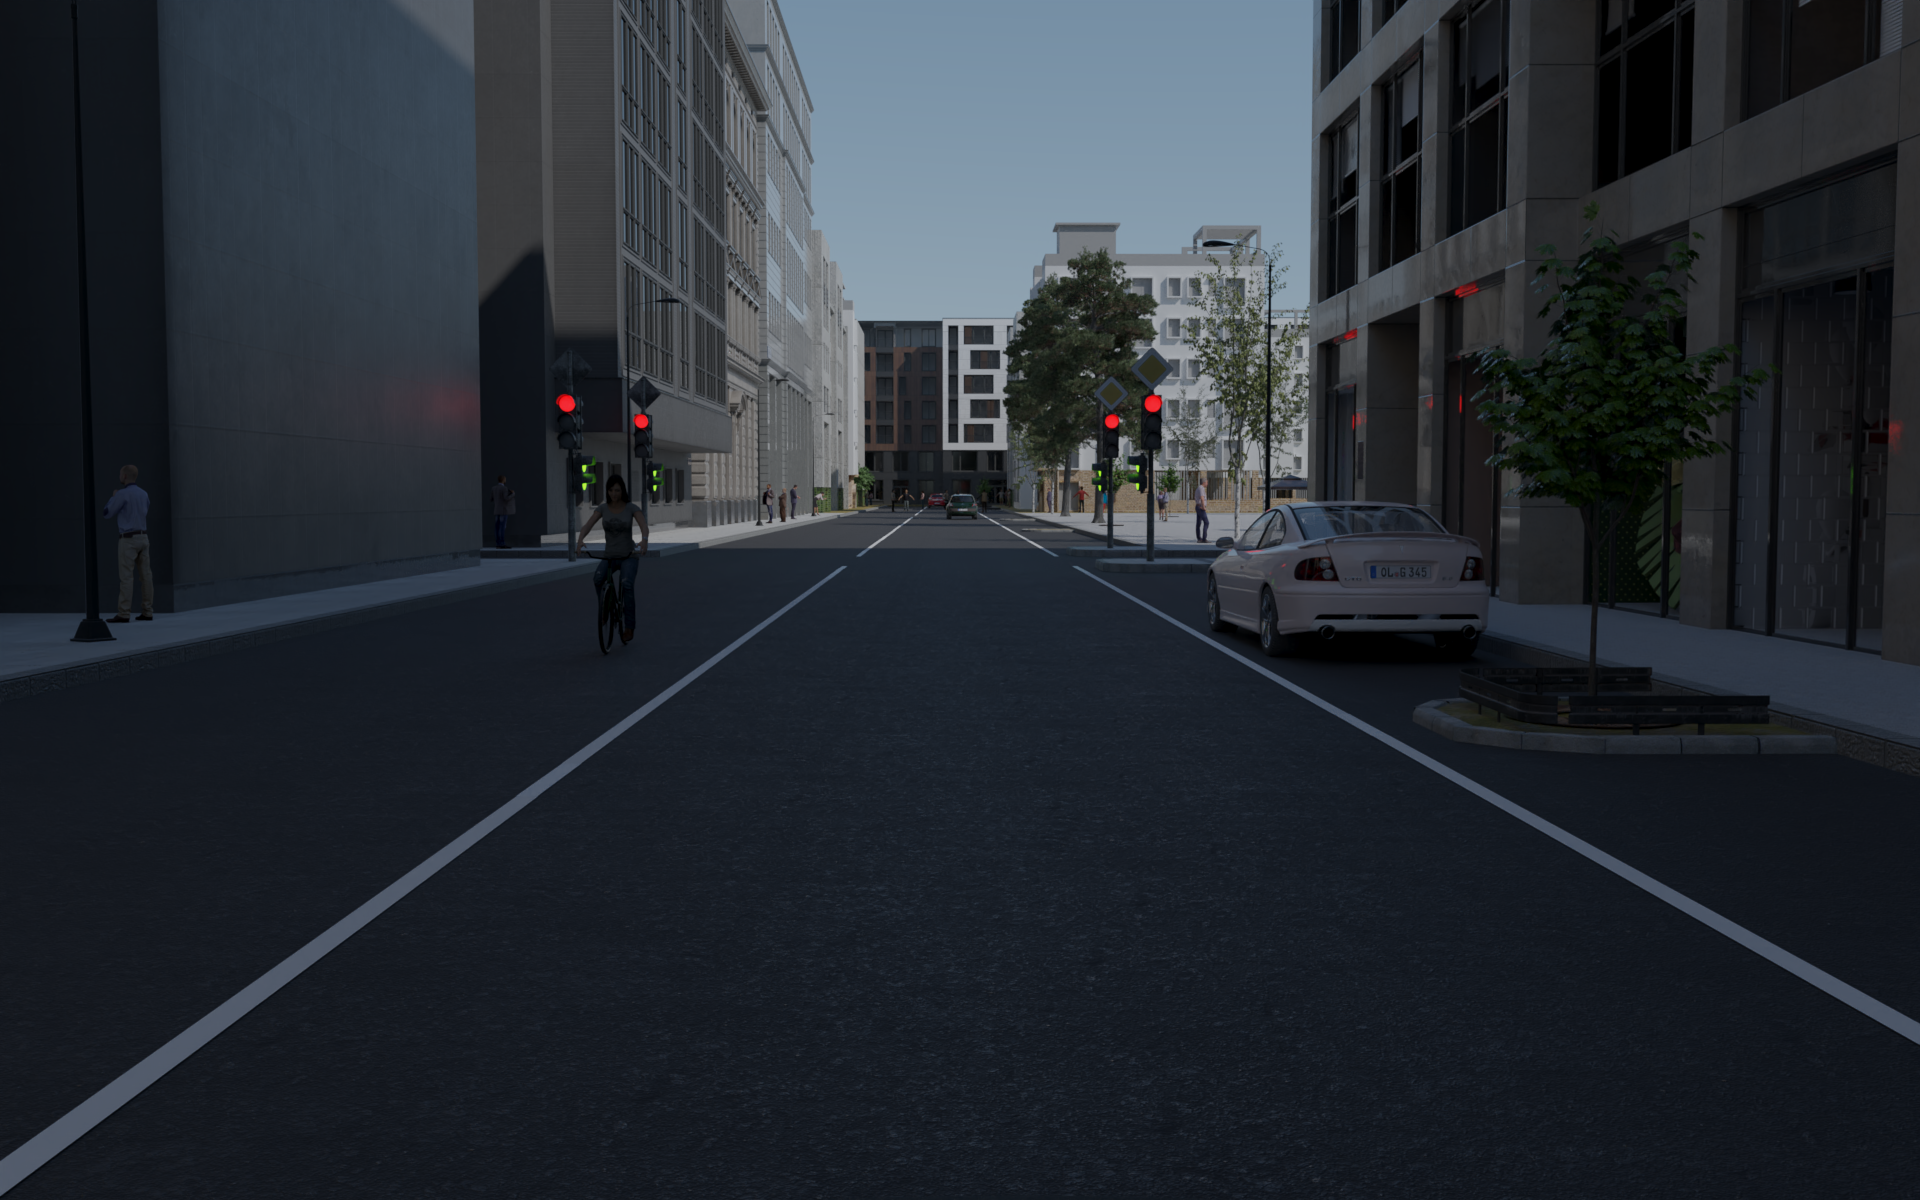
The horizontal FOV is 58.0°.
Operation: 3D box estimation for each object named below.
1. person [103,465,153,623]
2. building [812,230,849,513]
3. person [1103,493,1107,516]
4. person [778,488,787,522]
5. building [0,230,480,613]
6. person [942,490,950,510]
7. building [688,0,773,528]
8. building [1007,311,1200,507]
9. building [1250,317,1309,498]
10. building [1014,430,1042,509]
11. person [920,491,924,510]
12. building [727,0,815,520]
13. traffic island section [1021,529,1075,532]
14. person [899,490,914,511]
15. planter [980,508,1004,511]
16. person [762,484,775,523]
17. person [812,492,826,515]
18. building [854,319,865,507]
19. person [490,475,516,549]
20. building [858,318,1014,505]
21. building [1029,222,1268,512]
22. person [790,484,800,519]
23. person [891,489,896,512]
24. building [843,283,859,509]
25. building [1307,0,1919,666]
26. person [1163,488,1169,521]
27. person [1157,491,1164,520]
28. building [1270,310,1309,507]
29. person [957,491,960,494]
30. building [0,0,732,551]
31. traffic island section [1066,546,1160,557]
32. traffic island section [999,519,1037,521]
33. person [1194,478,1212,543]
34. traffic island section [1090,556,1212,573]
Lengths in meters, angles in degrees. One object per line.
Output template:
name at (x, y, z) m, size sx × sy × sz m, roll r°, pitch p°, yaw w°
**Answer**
person at (-8.339, -0.567, 17.383) m, size 0.319 × 1.574 × 0.516 m, roll 2°, pitch 4°, yaw 24°
building at (-17.765, -16.230, 131.814) m, size 16.747 × 18.905 × 31.486 m, roll 0°, pitch 4°, yaw -1°
person at (8.259, -5.620, 99.630) m, size 0.593 × 1.614 × 0.444 m, roll -2°, pitch 4°, yaw -32°
person at (-8.074, -4.310, 78.786) m, size 0.388 × 1.546 × 0.482 m, roll -1°, pitch 4°, yaw -14°
building at (-20.412, -14.141, 24.711) m, size 24.014 × 27.812 × 14.314 m, roll 0°, pitch 4°, yaw -1°
person at (-1.198, -8.976, 155.268) m, size 0.705 × 1.823 × 1.348 m, roll 3°, pitch 5°, yaw 39°
building at (-14.497, -15.022, 74.481) m, size 11.050 × 23.489 × 19.941 m, roll 0°, pitch 4°, yaw -1°
building at (13.761, -18.952, 176.330) m, size 16.747 × 18.905 × 31.486 m, roll 0°, pitch 4°, yaw -1°
building at (28.344, -22.619, 213.787) m, size 32.646 × 21.610 × 27.936 m, roll 0°, pitch 4°, yaw -1°
building at (9.511, -12.497, 146.481) m, size 9.099 × 9.664 × 28.070 m, roll 0°, pitch 4°, yaw -1°
person at (-3.479, -9.087, 157.781) m, size 0.721 × 1.736 × 1.217 m, roll 0°, pitch 4°, yaw -8°
building at (-14.999, -19.696, 99.515) m, size 11.434 × 29.767 × 29.804 m, roll 0°, pitch 4°, yaw -1°
traffic island section at (3.346, -2.650, 66.197) m, size 1.991 × 0.108 × 1.994 m, roll 0°, pitch 4°, yaw -1°
person at (-4.528, -8.412, 146.042) m, size 1.348 × 1.822 × 0.705 m, roll 0°, pitch 4°, yaw -6°
planter at (2.656, -7.491, 143.613) m, size 1.991 × 0.319 × 1.994 m, roll 0°, pitch 4°, yaw -1°
person at (-8.358, -4.198, 75.500) m, size 0.431 × 1.722 × 0.655 m, roll -2°, pitch 4°, yaw -26°
person at (-8.463, -5.789, 103.877) m, size 0.628 × 1.438 × 0.799 m, roll 2°, pitch 4°, yaw 28°
building at (-26.239, -19.360, 182.992) m, size 31.486 × 18.905 × 16.747 m, roll 0°, pitch 4°, yaw -1°
person at (-10.677, -2.059, 40.521) m, size 0.655 × 1.722 × 0.431 m, roll 3°, pitch 5°, yaw 43°
building at (-4.311, -22.670, 214.631) m, size 32.646 × 21.610 × 27.936 m, roll 0°, pitch 4°, yaw -1°
building at (13.196, -16.519, 126.505) m, size 16.016 × 20.091 × 11.380 m, roll 0°, pitch 4°, yaw -1°
person at (-8.378, -4.990, 88.085) m, size 0.568 × 1.767 × 0.683 m, roll -2°, pitch 4°, yaw -33°
person at (-5.336, -7.997, 139.266) m, size 0.705 × 1.823 × 1.348 m, roll 1°, pitch 4°, yaw 8°
building at (-17.006, -18.150, 153.177) m, size 16.016 × 20.091 × 11.380 m, roll 0°, pitch 4°, yaw -1°
building at (16.129, -12.825, 14.199) m, size 19.350 × 26.468 × 34.151 m, roll 0°, pitch 4°, yaw -1°
person at (9.610, -4.469, 81.177) m, size 0.319 × 1.574 × 0.516 m, roll 1°, pitch 4°, yaw 11°
person at (9.900, -4.640, 85.132) m, size 0.421 × 1.427 × 0.697 m, roll 0°, pitch 4°, yaw 3°
building at (32.111, -20.031, 183.933) m, size 11.380 × 20.091 × 16.016 m, roll 0°, pitch 4°, yaw -1°
person at (-0.180, -11.169, 191.251) m, size 1.348 × 1.807 × 0.705 m, roll 0°, pitch 4°, yaw 5°
building at (-15.451, -15.835, 52.403) m, size 14.314 × 27.812 × 24.014 m, roll 0°, pitch 4°, yaw -1°
traffic island section at (3.578, -1.145, 41.008) m, size 2.009 × 0.180 × 2.903 m, roll 0°, pitch 4°, yaw -1°
traffic island section at (3.116, -4.298, 93.139) m, size 1.991 × 0.108 × 1.994 m, roll 0°, pitch 4°, yaw -1°
person at (6.392, -2.357, 45.521) m, size 0.436 × 1.711 × 0.756 m, roll 0°, pitch 4°, yaw 3°
traffic island section at (3.650, -0.657, 33.023) m, size 2.009 × 0.180 × 2.903 m, roll 0°, pitch 4°, yaw -1°
